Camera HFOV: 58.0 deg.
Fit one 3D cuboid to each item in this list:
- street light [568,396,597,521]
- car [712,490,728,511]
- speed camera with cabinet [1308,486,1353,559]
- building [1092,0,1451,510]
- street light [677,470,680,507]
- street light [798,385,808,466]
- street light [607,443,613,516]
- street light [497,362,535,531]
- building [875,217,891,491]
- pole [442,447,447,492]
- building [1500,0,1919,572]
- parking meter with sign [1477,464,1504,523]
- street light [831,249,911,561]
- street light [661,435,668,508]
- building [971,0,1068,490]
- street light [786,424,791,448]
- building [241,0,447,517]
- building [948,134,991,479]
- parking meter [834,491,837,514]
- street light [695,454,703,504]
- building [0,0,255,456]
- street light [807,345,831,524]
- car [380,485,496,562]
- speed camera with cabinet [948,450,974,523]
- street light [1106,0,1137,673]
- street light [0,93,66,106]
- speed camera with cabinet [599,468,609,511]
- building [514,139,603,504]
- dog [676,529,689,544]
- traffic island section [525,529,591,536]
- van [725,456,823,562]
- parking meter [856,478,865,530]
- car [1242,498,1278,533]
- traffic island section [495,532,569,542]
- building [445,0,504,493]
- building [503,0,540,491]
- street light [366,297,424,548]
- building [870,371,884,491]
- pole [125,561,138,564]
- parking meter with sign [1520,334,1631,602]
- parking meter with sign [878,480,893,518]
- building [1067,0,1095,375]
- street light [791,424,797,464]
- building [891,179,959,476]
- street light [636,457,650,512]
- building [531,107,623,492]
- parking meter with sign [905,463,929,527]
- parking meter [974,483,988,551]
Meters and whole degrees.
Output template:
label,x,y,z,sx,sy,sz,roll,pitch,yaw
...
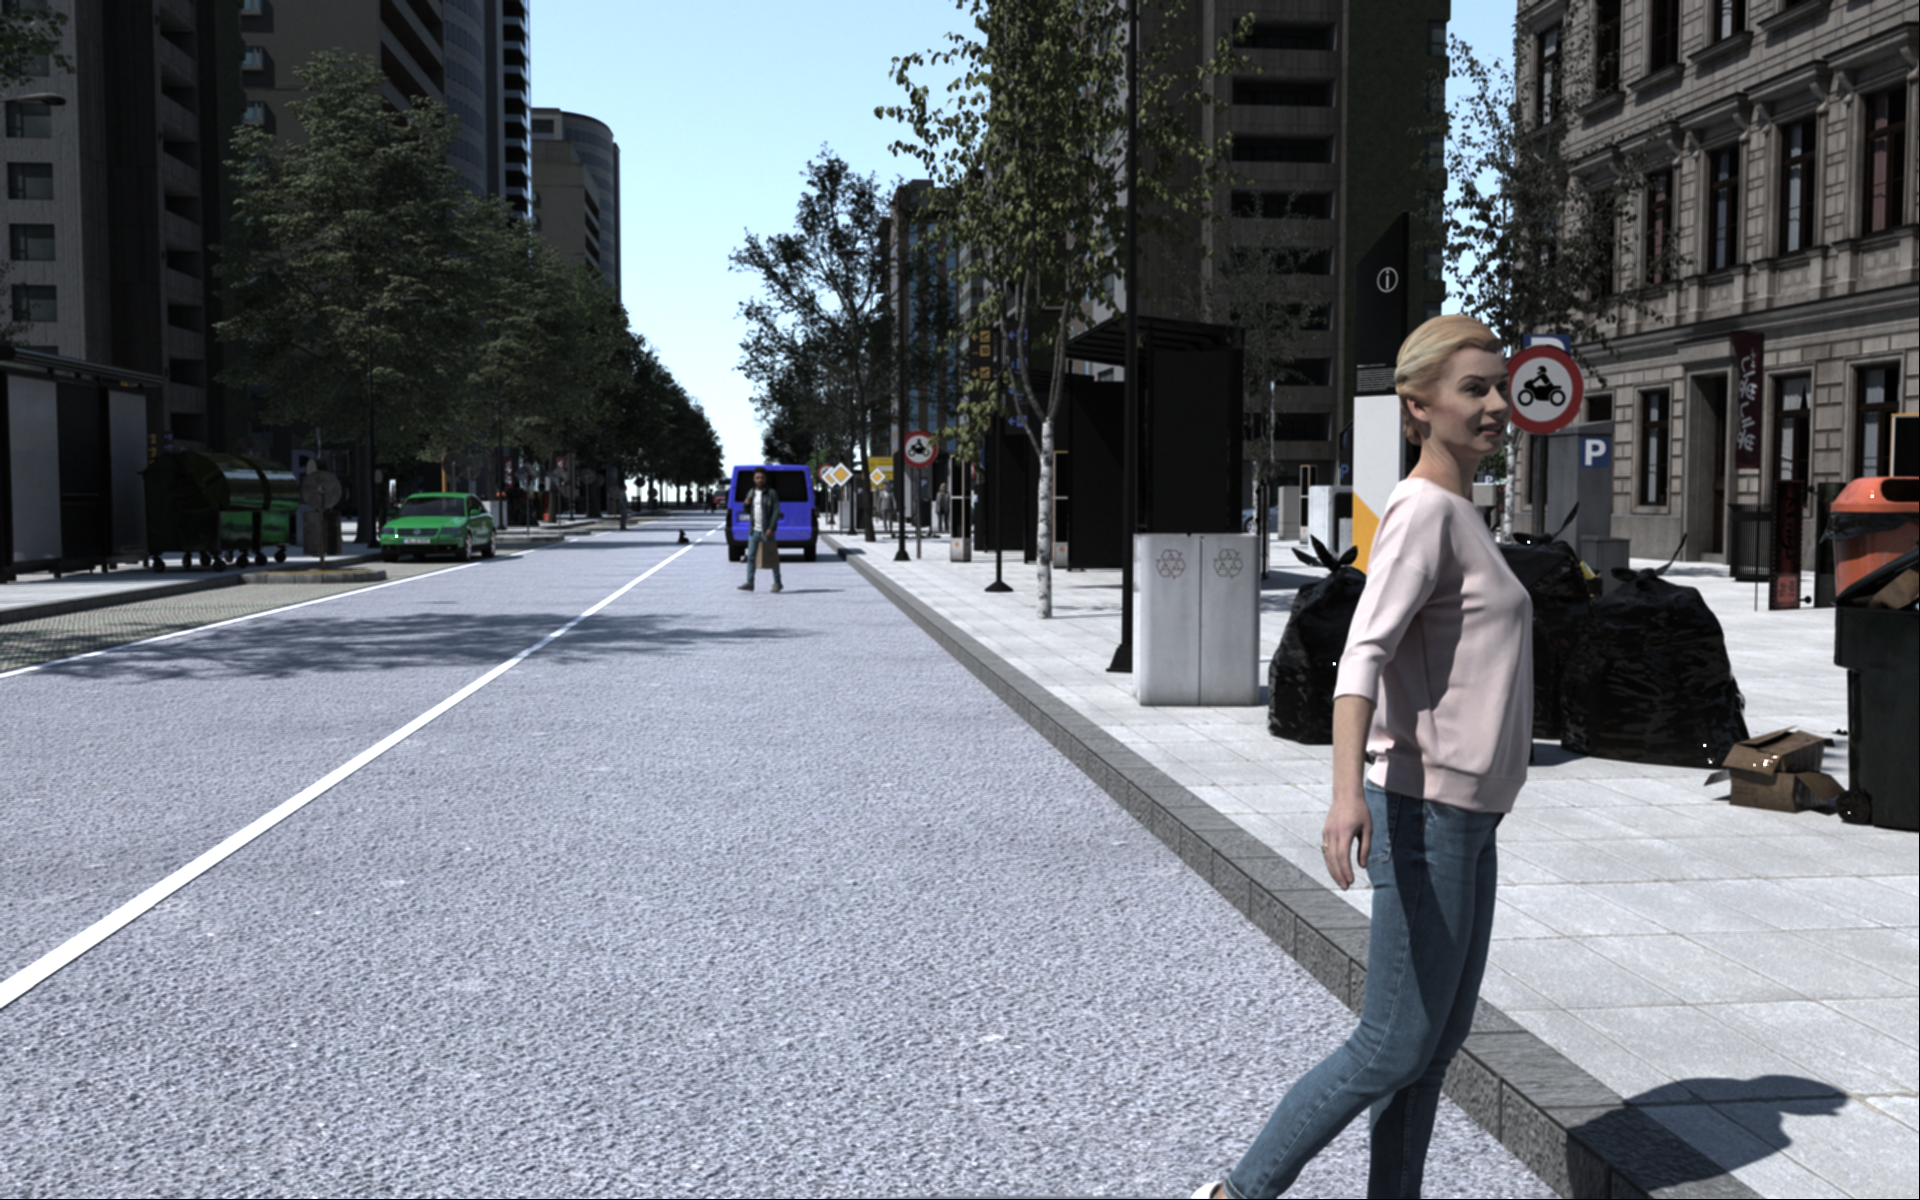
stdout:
label,x,y,z,sx,sy,sz,roll,pitch,yaw
street light,-17.904,-6.702,82.118,1.470,5.913,1.316,0,4,-6
car,-20.544,-8.680,150.593,2.281,1.827,5.304,0,4,-6
speed camera with cabinet,7.882,-2.469,34.697,2.038,3.252,0.660,-3,4,-37
building,14.582,-19.157,84.922,14.107,30.474,14.160,0,4,-6
street light,-26.117,-11.306,157.388,1.470,5.913,1.316,0,4,-6
street light,-5.967,-6.150,73.100,1.470,5.913,1.316,0,4,-6
street light,-20.295,-7.977,102.969,1.470,5.913,1.316,0,4,-6
street light,-15.642,-5.407,60.941,1.470,5.913,1.316,0,4,-6
building,-1.767,-37.515,267.994,22.147,44.769,28.867,0,4,-6
pole,-21.972,-4.893,73.848,0.158,3.312,0.155,0,3,0
building,18.456,-10.234,31.951,10.561,19.102,19.286,0,4,-6
parking meter with sign,16.306,-3.517,53.767,0.543,3.016,1.738,0,4,3
street light,-1.653,-3.702,33.074,1.470,5.913,1.316,0,4,-6
street light,-23.978,-10.033,136.573,1.470,5.913,1.316,0,4,-6
building,11.516,-42.154,127.466,20.563,71.187,20.611,0,4,-6
street light,-10.671,-8.715,115.026,1.470,5.913,1.316,0,4,-6
building,-44.401,-29.532,106.547,21.300,48.544,21.600,0,4,-6
building,12.772,-30.404,188.990,32.217,40.220,23.993,0,4,-6
parking meter,-8.022,-6.231,110.287,0.372,1.533,0.369,0,3,0
street light,-30.652,-13.843,198.876,1.470,5.913,1.316,0,4,-6
building,-41.519,-18.761,78.446,14.160,30.474,14.107,0,4,-6
street light,-3.902,-4.972,53.832,1.470,5.913,1.316,0,4,-6
car,-11.288,-1.763,37.623,1.959,1.807,4.718,0,4,-5
speed camera with cabinet,0.494,-5.074,77.295,2.038,3.252,0.660,2,4,33
street light,0.691,-2.434,12.339,1.470,5.913,1.316,0,4,-6
street light,-11.072,-2.915,20.197,1.470,5.913,1.316,0,4,-6
speed camera with cabinet,-26.754,-8.413,131.890,2.038,3.252,0.660,2,4,26
building,-61.461,-37.662,239.475,21.300,48.544,21.600,0,4,-6
dog,-8.121,-1.845,50.366,0.550,0.427,0.748,1,4,13
traffic island section,-14.091,-2.361,60.883,2.009,0.180,2.903,0,4,-6
van,-4.154,-2.088,38.517,2.240,2.365,5.245,0,4,-5
parking meter,-3.532,-3.474,62.508,0.399,1.863,0.255,2,4,26
car,11.428,-2.949,60.225,4.499,1.417,2.014,0,4,-8
traffic island section,-13.220,-1.876,52.945,2.009,0.180,2.903,0,4,-6
building,-51.027,-36.913,145.530,21.231,58.520,28.212,0,4,-6
building,-54.353,-52.731,174.826,22.319,86.520,31.000,0,4,-6
street light,-13.349,-4.183,40.940,1.470,5.913,1.316,0,4,-6
building,-8.237,-31.729,290.471,14.160,30.474,14.107,0,4,-6
pole,-15.140,-2.307,31.564,0.158,3.312,0.155,0,3,0
parking meter with sign,6.476,-1.339,18.156,0.543,3.016,1.738,0,4,-6
parking meter with sign,-3.746,-5.836,91.674,0.543,3.016,1.738,-3,4,-38
building,14.435,-27.704,103.065,14.600,45.320,14.200,0,4,-6
street light,-8.270,-7.419,93.839,1.470,5.913,1.316,0,4,-6
building,-2.440,-36.460,246.233,14.600,45.320,14.200,0,4,-6
street light,-22.474,-9.247,123.722,1.470,5.913,1.316,0,4,-6
building,-63.378,-44.157,263.969,21.231,58.520,28.212,0,4,-6
parking meter with sign,-1.582,-4.437,68.812,0.543,3.016,1.738,-2,4,-25
parking meter,0.499,-1.880,39.157,0.372,1.533,0.369,0,3,0
